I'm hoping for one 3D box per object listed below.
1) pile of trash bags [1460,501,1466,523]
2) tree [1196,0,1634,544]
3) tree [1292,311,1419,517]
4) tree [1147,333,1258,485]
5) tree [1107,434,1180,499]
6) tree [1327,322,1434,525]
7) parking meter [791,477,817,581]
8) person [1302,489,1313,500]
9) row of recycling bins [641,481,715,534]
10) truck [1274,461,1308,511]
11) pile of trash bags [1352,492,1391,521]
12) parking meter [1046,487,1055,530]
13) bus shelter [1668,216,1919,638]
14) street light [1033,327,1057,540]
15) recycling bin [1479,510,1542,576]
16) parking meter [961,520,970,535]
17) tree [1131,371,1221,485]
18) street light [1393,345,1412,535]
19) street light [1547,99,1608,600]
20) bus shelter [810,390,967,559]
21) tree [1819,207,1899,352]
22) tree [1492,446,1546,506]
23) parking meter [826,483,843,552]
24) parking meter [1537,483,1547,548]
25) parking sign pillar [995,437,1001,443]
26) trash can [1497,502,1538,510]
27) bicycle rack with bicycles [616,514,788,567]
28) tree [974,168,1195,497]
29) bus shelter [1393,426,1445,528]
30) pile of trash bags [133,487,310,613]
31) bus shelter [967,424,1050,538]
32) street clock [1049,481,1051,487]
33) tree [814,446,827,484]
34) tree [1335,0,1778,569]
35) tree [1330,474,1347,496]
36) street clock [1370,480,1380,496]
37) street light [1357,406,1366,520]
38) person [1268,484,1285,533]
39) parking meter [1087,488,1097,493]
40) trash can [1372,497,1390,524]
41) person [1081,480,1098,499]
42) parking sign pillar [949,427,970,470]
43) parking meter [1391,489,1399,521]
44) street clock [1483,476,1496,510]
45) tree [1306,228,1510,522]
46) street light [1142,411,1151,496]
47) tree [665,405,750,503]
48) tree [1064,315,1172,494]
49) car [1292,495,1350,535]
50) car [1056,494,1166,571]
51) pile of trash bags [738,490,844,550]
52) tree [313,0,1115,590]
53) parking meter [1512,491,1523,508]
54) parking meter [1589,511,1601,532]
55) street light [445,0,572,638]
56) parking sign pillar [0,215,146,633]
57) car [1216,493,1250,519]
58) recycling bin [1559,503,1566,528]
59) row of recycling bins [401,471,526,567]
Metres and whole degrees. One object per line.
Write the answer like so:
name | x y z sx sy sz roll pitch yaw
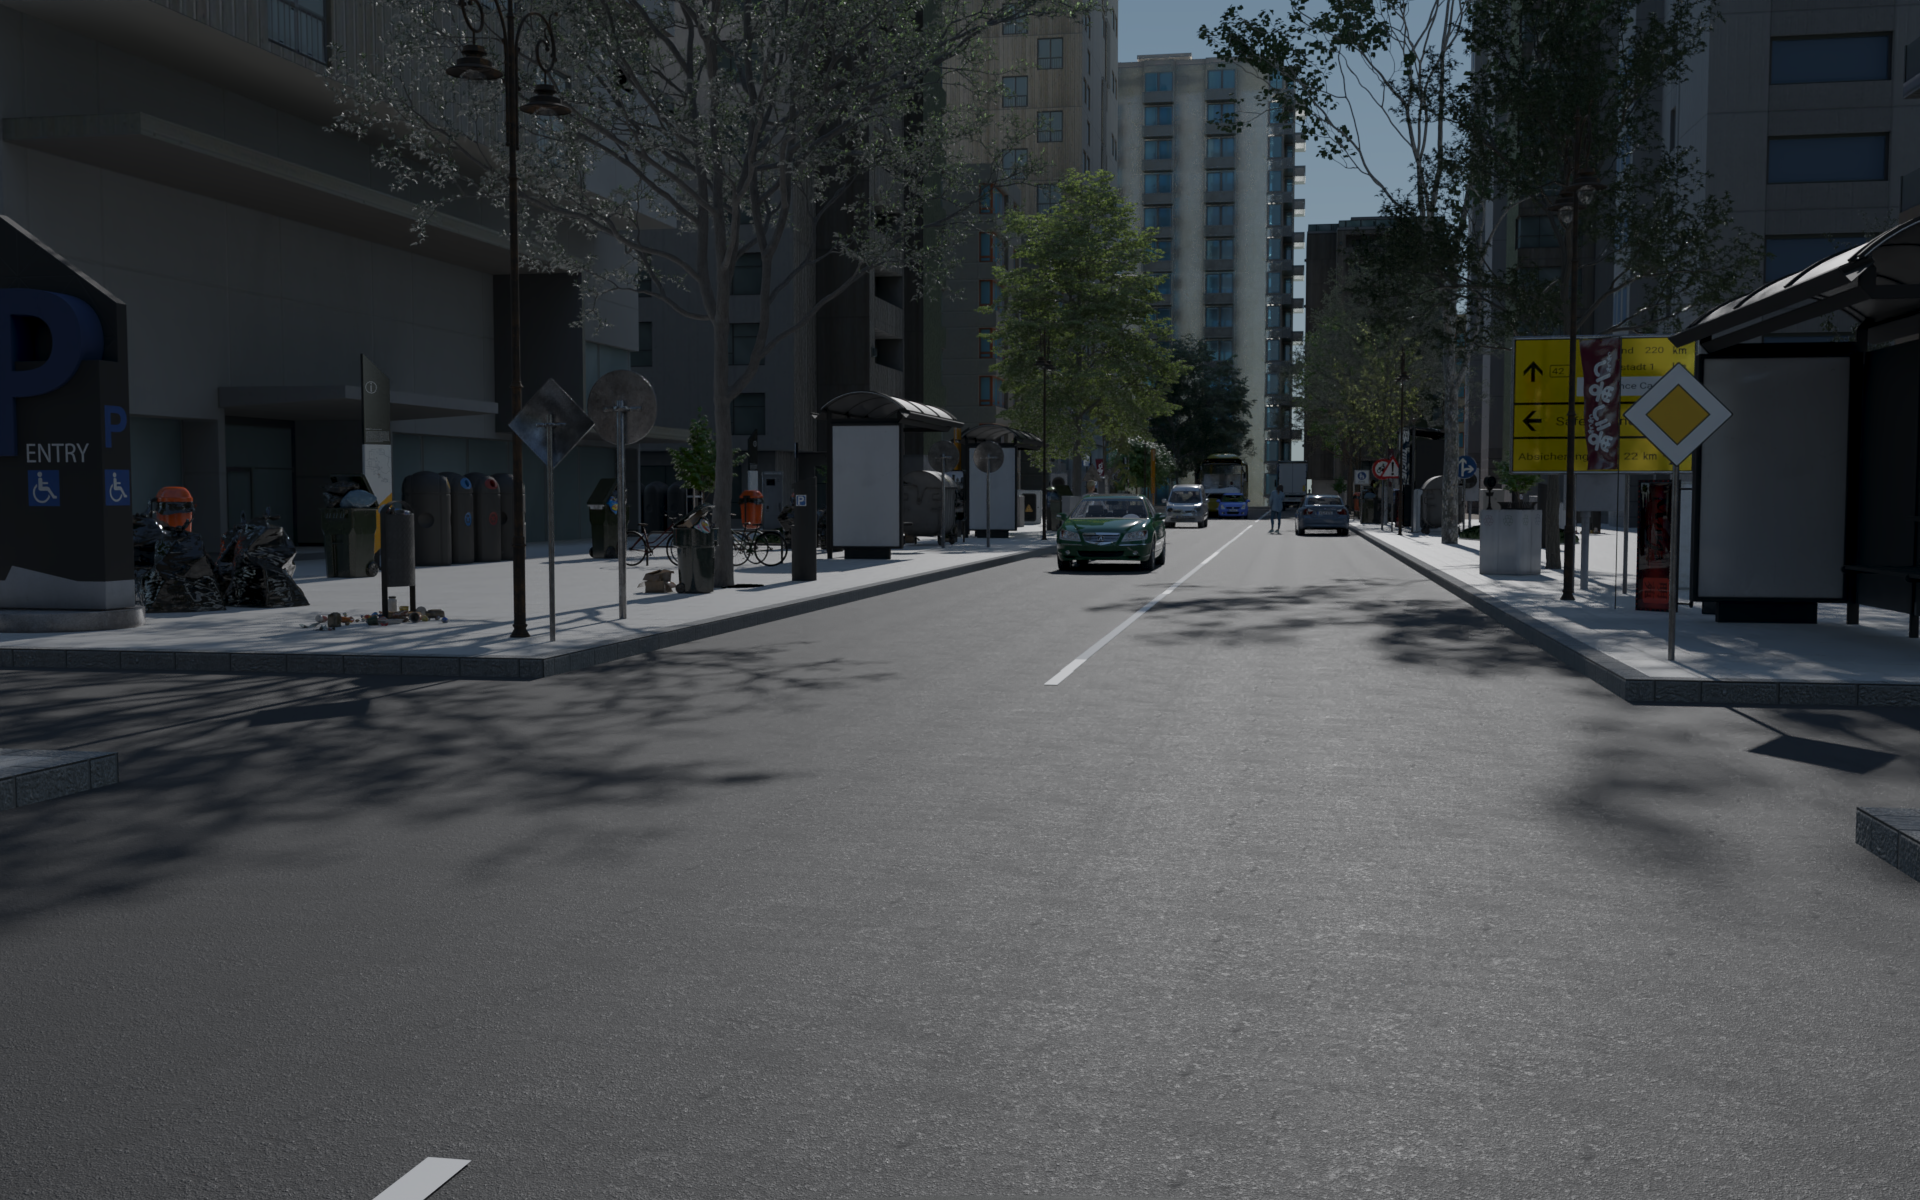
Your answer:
pile of trash bags | 21.768 -4.155 77.692 1.912 1.369 3.447 0 4 -3
tree | 11.261 -11.489 43.728 12.611 20.169 13.585 0 3 0
tree | 22.409 -10.539 98.069 9.928 11.665 9.643 0 3 0
tree | 18.777 -14.029 136.034 9.857 13.997 8.962 0 3 0
tree | 10.371 -6.797 94.843 4.285 4.588 4.351 0 3 0
tree | 17.334 -7.394 71.256 4.360 8.622 3.978 0 3 0
parking meter | -2.309 -1.053 25.632 0.372 1.533 0.369 0 3 0
person | 27.727 -7.882 137.377 1.348 1.824 0.705 2 4 30
row of recycling bins | -9.368 -2.994 56.072 3.534 1.692 1.069 1 4 22
truck | 28.879 -9.911 150.960 2.839 4.237 11.283 1 4 10
pile of trash bags | 19.949 -4.486 83.098 1.912 1.369 3.447 -2 4 -23
parking meter | 3.243 -3.236 61.325 0.372 1.533 0.369 0 3 0
bus shelter | 7.626 -1.269 14.676 2.014 3.302 5.546 1 4 11
street light | 2.351 -4.611 48.172 0.468 5.910 1.993 1 4 11
recycling bin | 8.797 -0.925 27.676 0.722 1.027 0.722 -3 5 -42
parking meter | 0.133 -2.845 54.924 0.372 1.533 0.369 0 3 0
tree | 15.083 -11.446 121.555 7.601 10.594 8.767 1 4 21
street light | 13.719 -4.956 53.815 0.468 5.910 1.993 1 4 11
street light | 7.365 -2.938 20.816 0.468 5.910 1.993 1 4 11
bus shelter | -1.413 -2.605 36.513 2.014 3.302 5.546 1 4 11
tree | 23.928 -5.746 44.306 4.360 8.622 3.978 0 3 0
tree | 20.775 -4.267 64.365 1.663 3.219 1.824 0 3 0
parking meter | -2.794 -1.846 38.595 0.372 1.533 0.369 0 3 0
parking meter | 13.842 -1.991 40.966 0.372 1.533 0.369 0 3 0
parking sign pillar | 1.050 -5.090 71.686 1.447 3.967 1.447 -2 4 -30
trash can | 10.424 -1.270 32.412 0.748 1.137 0.748 0 3 0
bicycle rack with bicycles | -4.342 -1.091 31.218 2.925 0.926 2.852 2 4 25
tree | 4.287 -8.701 60.396 7.486 12.596 7.792 0 3 0
bus shelter | 16.655 -4.350 62.404 1.731 3.624 6.357 1 4 11
pile of trash bags | -8.999 -0.650 20.387 1.912 1.369 3.447 -2 4 -35
bus shelter | 1.357 -3.599 52.774 2.014 3.302 5.546 1 4 11
street clock | 4.619 -4.918 84.985 0.471 2.002 0.358 1 4 21
tree | -3.818 -3.920 58.699 1.663 3.219 1.824 0 3 0
tree | 9.850 -5.806 29.337 7.601 10.594 8.767 -1 4 -16
tree | 35.724 -10.260 162.359 1.663 3.219 1.824 0 3 0
street clock | 20.706 -5.007 86.439 0.358 2.002 0.471 -1 4 -23
street light | 20.008 -6.963 86.633 0.468 5.910 1.993 1 4 11
person | 11.700 -3.382 64.054 0.793 1.790 0.793 -3 5 -41
parking meter | 5.071 -3.550 66.445 0.372 1.533 0.369 0 3 0
trash can | 17.913 -3.796 73.710 0.748 1.137 0.748 0 3 0
person | 3.046 -1.778 38.240 0.731 1.740 0.598 -1 4 -16
parking sign pillar | -0.210 -4.981 69.908 1.447 3.967 1.447 1 4 13
parking meter | 20.093 -4.374 79.919 0.372 1.533 0.369 0 3 0
street clock | 21.106 -3.942 69.029 0.471 2.002 0.358 -2 4 -24
tree | 19.501 -10.294 78.671 12.009 13.543 11.850 0 3 0
street light | 8.659 -6.618 80.987 0.468 5.910 1.993 1 4 11
tree | -5.715 -2.648 37.897 1.663 3.219 1.824 0 3 0
tree | 6.052 -7.237 68.694 4.737 8.622 4.395 0 3 0
car | 12.817 -3.020 61.386 2.014 1.417 4.499 1 4 9
car | 3.027 -1.361 34.056 2.131 1.459 4.920 1 4 11
pile of trash bags | -3.799 -1.924 41.213 3.447 1.369 1.912 2 4 27
tree | -3.142 -6.918 23.479 12.009 13.543 11.850 0 3 0
parking meter | 19.133 -3.124 59.485 0.372 1.533 0.369 0 3 0
parking meter | 21.053 -2.996 57.390 0.372 1.533 0.369 0 3 0
street light | -3.945 -2.603 15.355 0.468 5.910 1.993 1 4 11
parking sign pillar | -8.643 -1.718 16.565 1.447 3.967 1.447 1 4 12
car | 15.856 -5.558 100.457 1.945 1.707 3.694 1 4 9
recycling bin | 17.478 -2.343 50.863 0.722 1.027 0.722 0 4 -7
row of recycling bins | -9.247 -1.539 32.278 1.069 1.692 3.534 1 4 15
